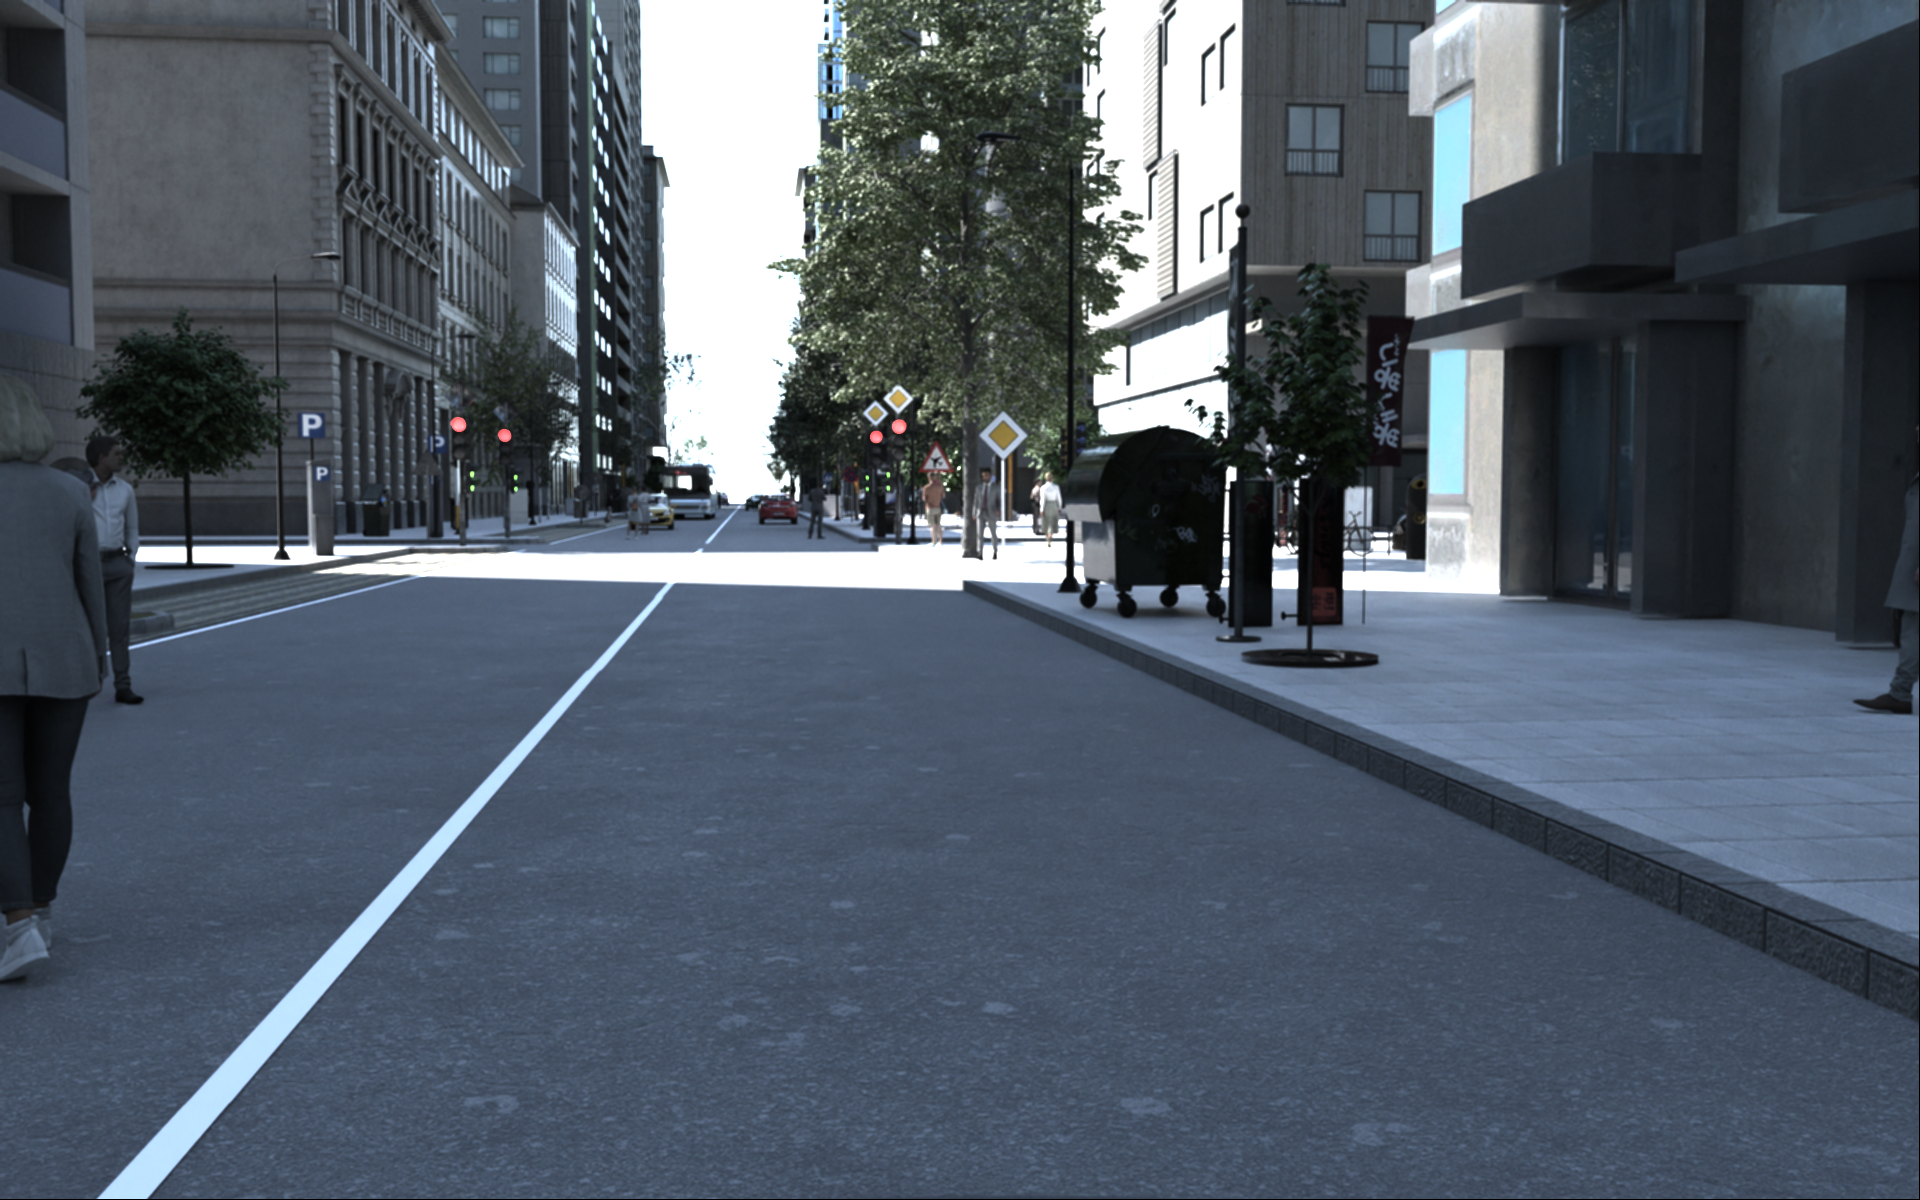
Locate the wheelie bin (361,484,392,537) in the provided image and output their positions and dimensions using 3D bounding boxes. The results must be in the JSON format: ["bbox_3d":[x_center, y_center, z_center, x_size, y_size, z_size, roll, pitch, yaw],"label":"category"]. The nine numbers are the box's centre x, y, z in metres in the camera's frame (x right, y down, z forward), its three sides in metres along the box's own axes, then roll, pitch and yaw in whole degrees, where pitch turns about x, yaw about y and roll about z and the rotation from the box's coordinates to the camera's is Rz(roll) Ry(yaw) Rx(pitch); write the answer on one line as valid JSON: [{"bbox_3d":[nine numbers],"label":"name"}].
[{"bbox_3d":[-17.668,-2.722,52.420,0.980,1.594,0.693,1,4,18],"label":"wheelie bin"}]

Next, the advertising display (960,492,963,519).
[{"bbox_3d":[0.456,-5.085,88.357,0.974,1.923,0.123,-2,4,-33],"label":"advertising display"}]

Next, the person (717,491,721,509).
[{"bbox_3d":[-23.896,-9.915,171.330,0.721,1.735,1.217,1,4,16],"label":"person"}]

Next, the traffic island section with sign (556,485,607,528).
[{"bbox_3d":[-16.039,-3.967,73.483,1.989,1.847,2.006,0,4,-7],"label":"traffic island section with sign"}]

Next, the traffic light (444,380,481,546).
[{"bbox_3d":[-12.268,-3.289,42.688,0.839,4.253,0.868,0,4,-7],"label":"traffic light"}]

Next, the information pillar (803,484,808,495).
[{"bbox_3d":[-11.158,-7.367,124.947,0.304,2.012,0.304,-2,4,-31],"label":"information pillar"}]

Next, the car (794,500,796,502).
[{"bbox_3d":[-11.238,-5.934,109.028,2.014,1.417,4.499,0,4,-8],"label":"car"}]

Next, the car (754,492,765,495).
[{"bbox_3d":[-30.529,-15.619,264.042,2.281,1.827,5.304,0,4,-7],"label":"car"}]

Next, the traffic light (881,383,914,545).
[{"bbox_3d":[-1.586,-3.368,43.991,0.839,4.253,0.868,0,4,-7],"label":"traffic light"}]

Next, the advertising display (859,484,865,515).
[{"bbox_3d":[-5.996,-6.233,107.120,0.974,1.923,0.123,1,4,18],"label":"advertising display"}]

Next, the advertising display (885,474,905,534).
[{"bbox_3d":[-2.249,-3.071,55.420,0.974,1.923,0.123,2,4,27],"label":"advertising display"}]

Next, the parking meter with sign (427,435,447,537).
[{"bbox_3d":[-15.740,-3.405,51.940,0.543,3.016,1.738,-1,4,-22],"label":"parking meter with sign"}]

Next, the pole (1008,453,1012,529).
[{"bbox_3d":[1.856,-4.291,63.996,0.158,3.312,0.155,0,3,0],"label":"pole"}]

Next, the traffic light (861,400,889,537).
[{"bbox_3d":[-2.545,-3.853,51.918,0.839,4.253,0.868,0,4,-7],"label":"traffic light"}]

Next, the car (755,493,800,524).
[{"bbox_3d":[-8.779,-4.548,83.393,2.155,1.783,4.494,0,4,-7],"label":"car"}]

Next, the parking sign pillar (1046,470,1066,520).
[{"bbox_3d":[4.909,-5.988,86.375,1.447,3.967,1.447,-2,4,-33],"label":"parking sign pillar"}]

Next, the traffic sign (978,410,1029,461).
[{"bbox_3d":[0.699,-1.678,27.165,0.795,2.593,0.064,0,4,0],"label":"traffic sign"}]

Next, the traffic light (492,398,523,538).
[{"bbox_3d":[-13.227,-3.773,50.615,0.839,4.253,0.868,0,4,-7],"label":"traffic light"}]

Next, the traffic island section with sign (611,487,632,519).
[{"bbox_3d":[-19.262,-5.604,100.246,1.989,1.847,2.006,0,4,-7],"label":"traffic island section with sign"}]

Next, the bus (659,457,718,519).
[{"bbox_3d":[-15.556,-6.453,100.368,2.948,3.499,13.247,0,4,-6],"label":"bus"}]

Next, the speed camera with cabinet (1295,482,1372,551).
[{"bbox_3d":[8.381,-2.720,38.804,2.038,3.252,0.660,-3,4,-38],"label":"speed camera with cabinet"}]

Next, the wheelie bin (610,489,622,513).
[{"bbox_3d":[-23.338,-6.738,118.080,0.980,1.594,0.693,-1,4,-16],"label":"wheelie bin"}]

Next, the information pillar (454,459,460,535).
[{"bbox_3d":[-15.986,-3.897,55.066,0.183,3.616,0.504,-1,4,-9],"label":"information pillar"}]

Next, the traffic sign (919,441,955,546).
[{"bbox_3d":[-0.573,-2.593,42.392,0.884,2.594,0.081,0,4,1],"label":"traffic sign"}]

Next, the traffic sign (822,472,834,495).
[{"bbox_3d":[-7.729,-6.239,102.117,0.768,2.556,0.104,0,4,-3],"label":"traffic sign"}]

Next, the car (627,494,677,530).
[{"bbox_3d":[-12.522,-3.689,70.547,2.015,1.641,3.980,-1,4,-9],"label":"car"}]

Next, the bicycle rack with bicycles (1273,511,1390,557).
[{"bbox_3d":[7.466,-1.388,36.068,2.925,0.926,2.852,-1,4,-19],"label":"bicycle rack with bicycles"}]

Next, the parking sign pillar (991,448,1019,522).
[{"bbox_3d":[2.056,-5.658,80.973,1.447,3.967,1.447,-3,4,-37],"label":"parking sign pillar"}]

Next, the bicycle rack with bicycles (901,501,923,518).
[{"bbox_3d":[-3.088,-5.022,95.494,2.852,0.926,2.925,3,4,36],"label":"bicycle rack with bicycles"}]

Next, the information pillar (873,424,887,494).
[{"bbox_3d":[-2.645,-4.062,57.764,0.504,3.616,0.183,-1,4,-18],"label":"information pillar"}]

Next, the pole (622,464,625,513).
[{"bbox_3d":[-22.679,-7.517,116.750,0.158,3.312,0.155,0,3,0],"label":"pole"}]

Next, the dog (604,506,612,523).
[{"bbox_3d":[-17.520,-4.214,85.731,0.800,0.831,0.513,-3,4,-36],"label":"dog"}]

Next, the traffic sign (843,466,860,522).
[{"bbox_3d":[-4.953,-4.847,79.347,0.768,2.556,0.104,0,4,2],"label":"traffic sign"}]

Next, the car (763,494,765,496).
[{"bbox_3d":[-17.846,-9.311,162.015,2.009,1.686,4.222,0,4,-8],"label":"car"}]

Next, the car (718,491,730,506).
[{"bbox_3d":[-29.608,-12.579,214.346,2.281,1.827,5.304,0,4,-7],"label":"car"}]

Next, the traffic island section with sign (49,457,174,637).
[{"bbox_3d":[-9.312,-0.564,17.855,1.989,1.847,2.006,0,4,-7],"label":"traffic island section with sign"}]

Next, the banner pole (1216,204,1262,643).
[{"bbox_3d":[2.431,-1.544,15.268,0.401,3.779,0.863,0,4,-1],"label":"banner pole"}]

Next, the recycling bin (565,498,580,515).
[{"bbox_3d":[-23.226,-5.595,104.028,0.722,1.027,0.722,1,4,13],"label":"recycling bin"}]

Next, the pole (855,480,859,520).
[{"bbox_3d":[-5.017,-5.524,84.158,0.158,3.312,0.155,0,3,0],"label":"pole"}]

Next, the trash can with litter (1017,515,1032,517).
[{"bbox_3d":[3.024,-5.178,95.723,2.233,1.210,1.678,-1,4,-11],"label":"trash can with litter"}]

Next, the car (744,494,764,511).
[{"bbox_3d":[-17.938,-8.586,152.186,2.131,1.459,4.920,0,4,-7],"label":"car"}]

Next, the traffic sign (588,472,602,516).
[{"bbox_3d":[-20.902,-6.064,99.254,0.768,2.556,0.104,0,4,-6],"label":"traffic sign"}]

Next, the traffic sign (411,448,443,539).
[{"bbox_3d":[-15.186,-3.020,49.385,0.884,2.594,0.081,0,4,-5],"label":"traffic sign"}]

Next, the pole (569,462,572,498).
[{"bbox_3d":[-24.644,-7.080,109.596,0.158,3.312,0.155,0,3,0],"label":"pole"}]

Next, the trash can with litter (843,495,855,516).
[{"bbox_3d":[-6.689,-5.396,99.287,1.678,1.210,2.233,2,4,34],"label":"trash can with litter"}]

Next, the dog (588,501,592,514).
[{"bbox_3d":[-24.622,-6.081,113.798,0.800,0.831,0.513,3,4,36],"label":"dog"}]

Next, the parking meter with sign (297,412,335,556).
[{"bbox_3d":[-13.492,-2.457,36.432,0.543,3.016,1.738,-2,4,-28],"label":"parking meter with sign"}]
